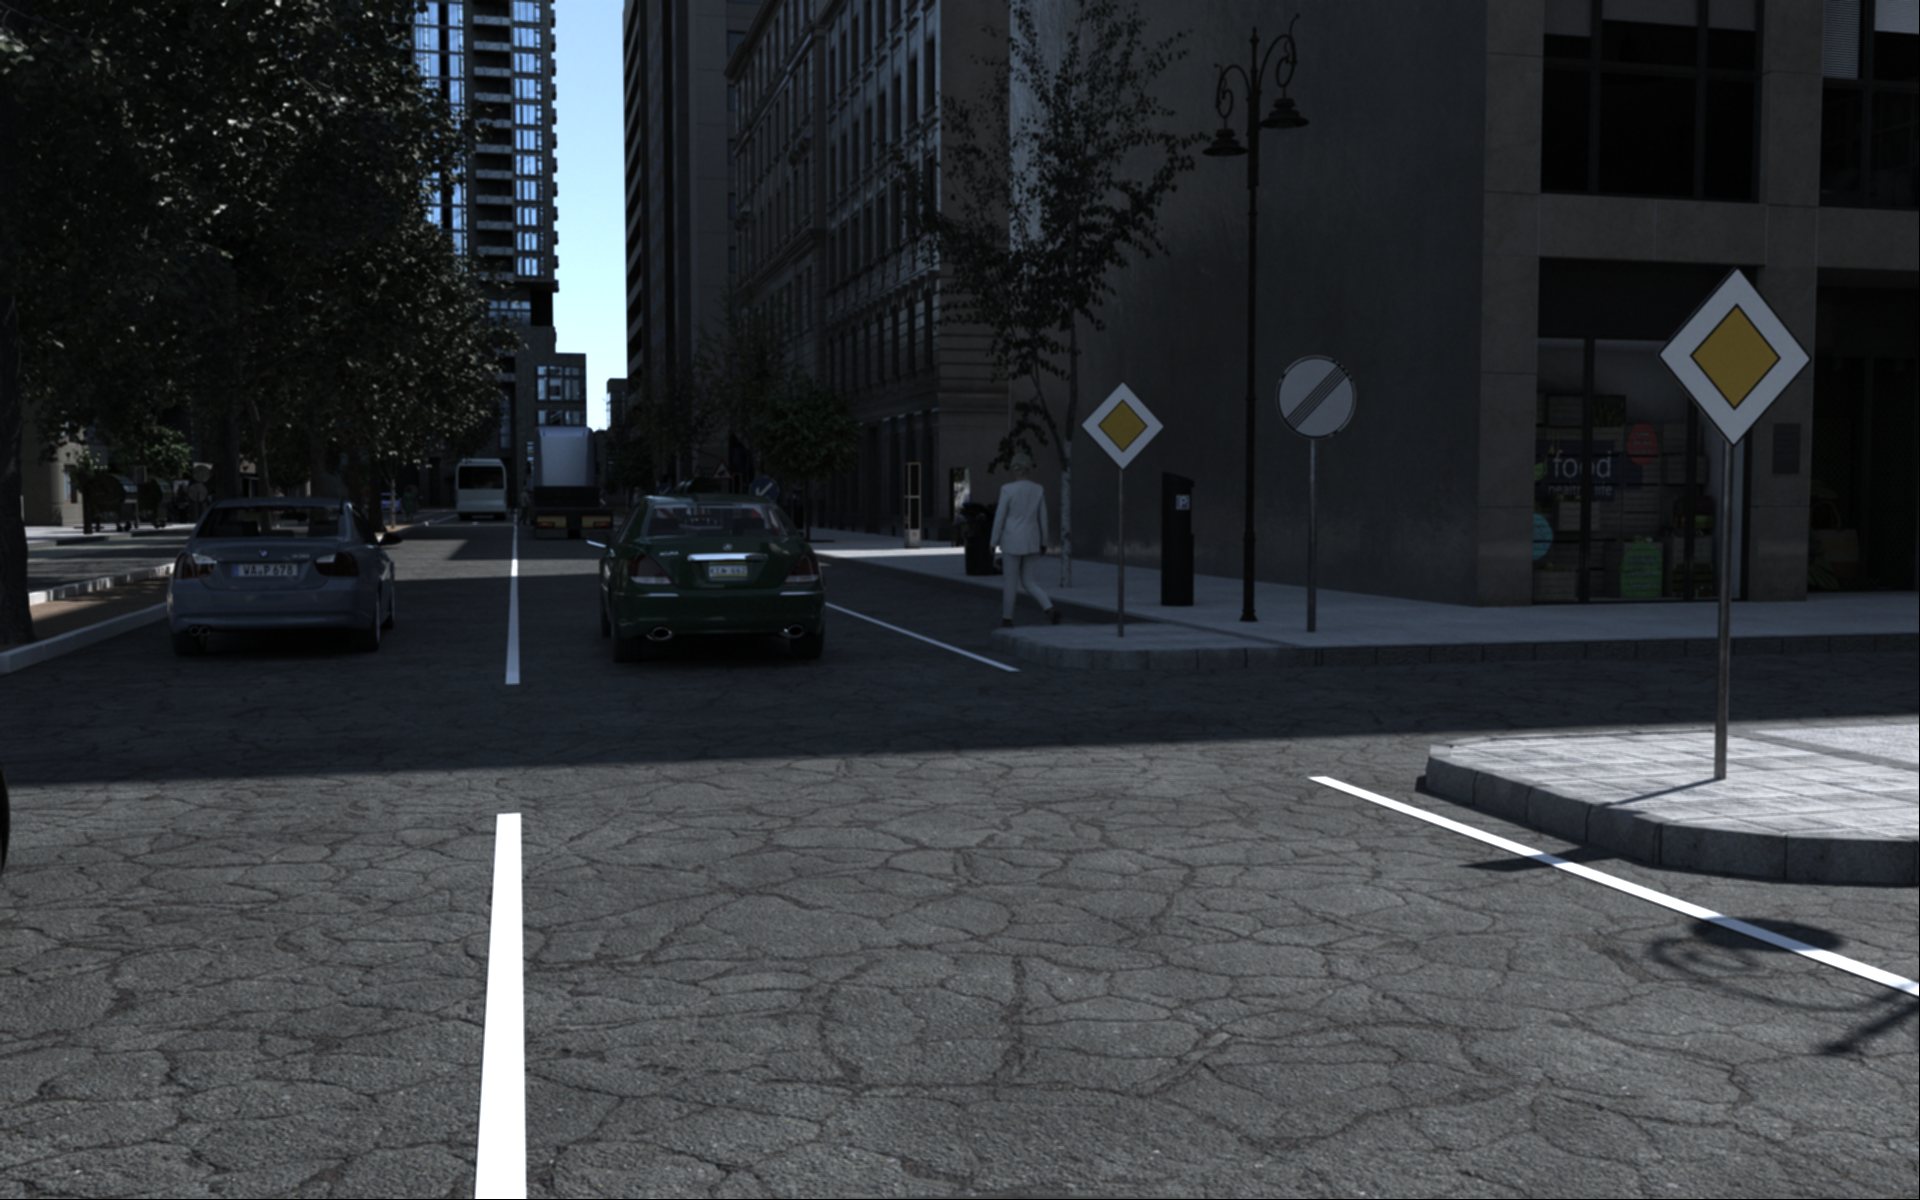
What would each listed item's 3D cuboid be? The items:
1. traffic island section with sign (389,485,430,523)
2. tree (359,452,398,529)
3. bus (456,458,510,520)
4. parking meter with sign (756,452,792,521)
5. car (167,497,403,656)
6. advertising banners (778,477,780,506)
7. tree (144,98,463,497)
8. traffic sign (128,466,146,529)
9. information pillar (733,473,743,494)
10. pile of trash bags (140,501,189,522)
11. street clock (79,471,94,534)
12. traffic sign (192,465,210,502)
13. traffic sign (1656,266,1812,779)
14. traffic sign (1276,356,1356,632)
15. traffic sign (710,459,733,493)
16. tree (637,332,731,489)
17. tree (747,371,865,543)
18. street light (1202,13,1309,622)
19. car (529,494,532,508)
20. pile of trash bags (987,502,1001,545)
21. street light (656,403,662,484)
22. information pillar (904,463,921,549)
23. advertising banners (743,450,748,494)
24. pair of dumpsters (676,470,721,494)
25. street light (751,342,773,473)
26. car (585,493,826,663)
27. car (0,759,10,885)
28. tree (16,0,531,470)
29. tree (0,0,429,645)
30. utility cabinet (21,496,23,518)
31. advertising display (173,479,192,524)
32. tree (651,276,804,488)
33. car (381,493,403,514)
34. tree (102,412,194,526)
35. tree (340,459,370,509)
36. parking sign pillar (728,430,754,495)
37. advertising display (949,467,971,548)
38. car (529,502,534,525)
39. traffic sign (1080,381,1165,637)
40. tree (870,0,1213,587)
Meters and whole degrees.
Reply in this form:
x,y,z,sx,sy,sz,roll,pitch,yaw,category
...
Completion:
x,y,z,sx,sy,sz,roll,pitch,yaw,category
-27.101,-4.730,85.477,2.006,1.907,1.989,-1,4,-14,traffic island section with sign
-23.431,-7.247,71.302,4.360,8.622,3.978,0,3,0,tree
-26.771,-6.261,97.228,2.948,3.499,13.247,-1,4,-14,bus
-7.057,-4.268,66.049,0.543,3.016,1.738,2,4,28,parking meter with sign
-6.471,-0.292,16.776,2.014,1.417,4.499,-1,4,-15,car
-5.647,-3.530,53.899,0.090,3.025,2.074,0,4,-5,advertising banners
-14.524,-6.077,36.232,8.767,10.594,7.601,-1,4,-14,tree
-29.895,-3.718,62.914,0.606,2.300,0.079,0,4,-7,traffic sign
-7.819,-3.457,61.019,0.304,2.012,0.304,0,4,6,information pillar
-36.972,-4.244,79.141,3.447,1.369,1.912,1,4,10,pile of trash bags
-27.741,-3.087,55.043,0.471,2.002,0.358,2,4,28,street clock
-32.921,-4.592,75.188,0.768,2.556,0.104,-1,4,-8,traffic sign
3.423,-0.251,7.742,0.795,2.450,0.064,-1,4,-14,traffic sign
3.273,-0.976,16.056,0.768,2.556,0.104,-1,4,-9,traffic sign
-8.794,-3.919,64.075,0.884,2.594,0.081,-1,4,-12,traffic sign
-12.372,-7.824,78.292,4.360,8.622,3.978,0,3,0,tree
-4.089,-3.838,46.473,4.285,4.588,4.351,0,3,0,tree
2.912,-2.723,17.301,0.468,5.910,1.993,-1,4,-14,street light
-33.610,-7.659,137.225,2.014,1.417,4.499,-1,4,-14,car
1.615,-2.139,44.731,1.912,1.369,3.447,1,4,17,pile of trash bags
-15.257,-7.070,88.385,0.468,5.910,1.993,-1,4,-14,street light
-1.120,-2.214,40.688,0.304,2.012,0.304,-2,4,-23,information pillar
-8.495,-4.434,68.686,0.090,3.025,2.074,0,4,-1,advertising banners
-10.681,-4.203,71.213,1.574,2.255,4.437,-1,4,-14,pair of dumpsters
-6.047,-4.898,52.875,0.468,5.910,1.993,-1,4,-14,street light
-2.421,-0.276,16.315,2.131,1.459,4.920,-1,4,-13,car
-3.465,0.372,3.703,2.009,1.686,4.222,-1,4,-13,car
-11.893,-6.630,27.870,9.611,12.733,9.660,0,3,0,tree
-9.302,-6.556,16.295,9.857,13.997,8.962,0,3,0,tree
-30.334,-2.680,54.979,1.020,1.237,0.306,-1,4,-18,utility cabinet
-33.878,-4.296,75.461,0.974,1.923,0.123,1,4,22,advertising display
-6.906,-6.564,57.687,4.737,8.622,4.395,0,3,0,tree
-41.328,-7.078,125.314,1.945,1.707,3.694,-1,4,-15,car
-32.750,-5.275,69.965,4.285,4.588,4.351,0,3,0,tree
-52.368,-10.226,150.915,4.285,4.588,4.351,0,3,0,tree
-9.248,-5.189,73.319,1.447,3.967,1.447,2,4,28,parking sign pillar
0.010,-2.245,41.927,0.123,1.923,0.974,2,4,26,advertising display
-19.086,-4.209,80.617,2.131,1.459,4.920,-1,4,-14,car
1.440,-0.724,15.478,0.795,2.450,0.064,-1,4,-14,traffic sign
1.228,-4.484,23.675,4.360,8.622,3.978,0,3,0,tree
